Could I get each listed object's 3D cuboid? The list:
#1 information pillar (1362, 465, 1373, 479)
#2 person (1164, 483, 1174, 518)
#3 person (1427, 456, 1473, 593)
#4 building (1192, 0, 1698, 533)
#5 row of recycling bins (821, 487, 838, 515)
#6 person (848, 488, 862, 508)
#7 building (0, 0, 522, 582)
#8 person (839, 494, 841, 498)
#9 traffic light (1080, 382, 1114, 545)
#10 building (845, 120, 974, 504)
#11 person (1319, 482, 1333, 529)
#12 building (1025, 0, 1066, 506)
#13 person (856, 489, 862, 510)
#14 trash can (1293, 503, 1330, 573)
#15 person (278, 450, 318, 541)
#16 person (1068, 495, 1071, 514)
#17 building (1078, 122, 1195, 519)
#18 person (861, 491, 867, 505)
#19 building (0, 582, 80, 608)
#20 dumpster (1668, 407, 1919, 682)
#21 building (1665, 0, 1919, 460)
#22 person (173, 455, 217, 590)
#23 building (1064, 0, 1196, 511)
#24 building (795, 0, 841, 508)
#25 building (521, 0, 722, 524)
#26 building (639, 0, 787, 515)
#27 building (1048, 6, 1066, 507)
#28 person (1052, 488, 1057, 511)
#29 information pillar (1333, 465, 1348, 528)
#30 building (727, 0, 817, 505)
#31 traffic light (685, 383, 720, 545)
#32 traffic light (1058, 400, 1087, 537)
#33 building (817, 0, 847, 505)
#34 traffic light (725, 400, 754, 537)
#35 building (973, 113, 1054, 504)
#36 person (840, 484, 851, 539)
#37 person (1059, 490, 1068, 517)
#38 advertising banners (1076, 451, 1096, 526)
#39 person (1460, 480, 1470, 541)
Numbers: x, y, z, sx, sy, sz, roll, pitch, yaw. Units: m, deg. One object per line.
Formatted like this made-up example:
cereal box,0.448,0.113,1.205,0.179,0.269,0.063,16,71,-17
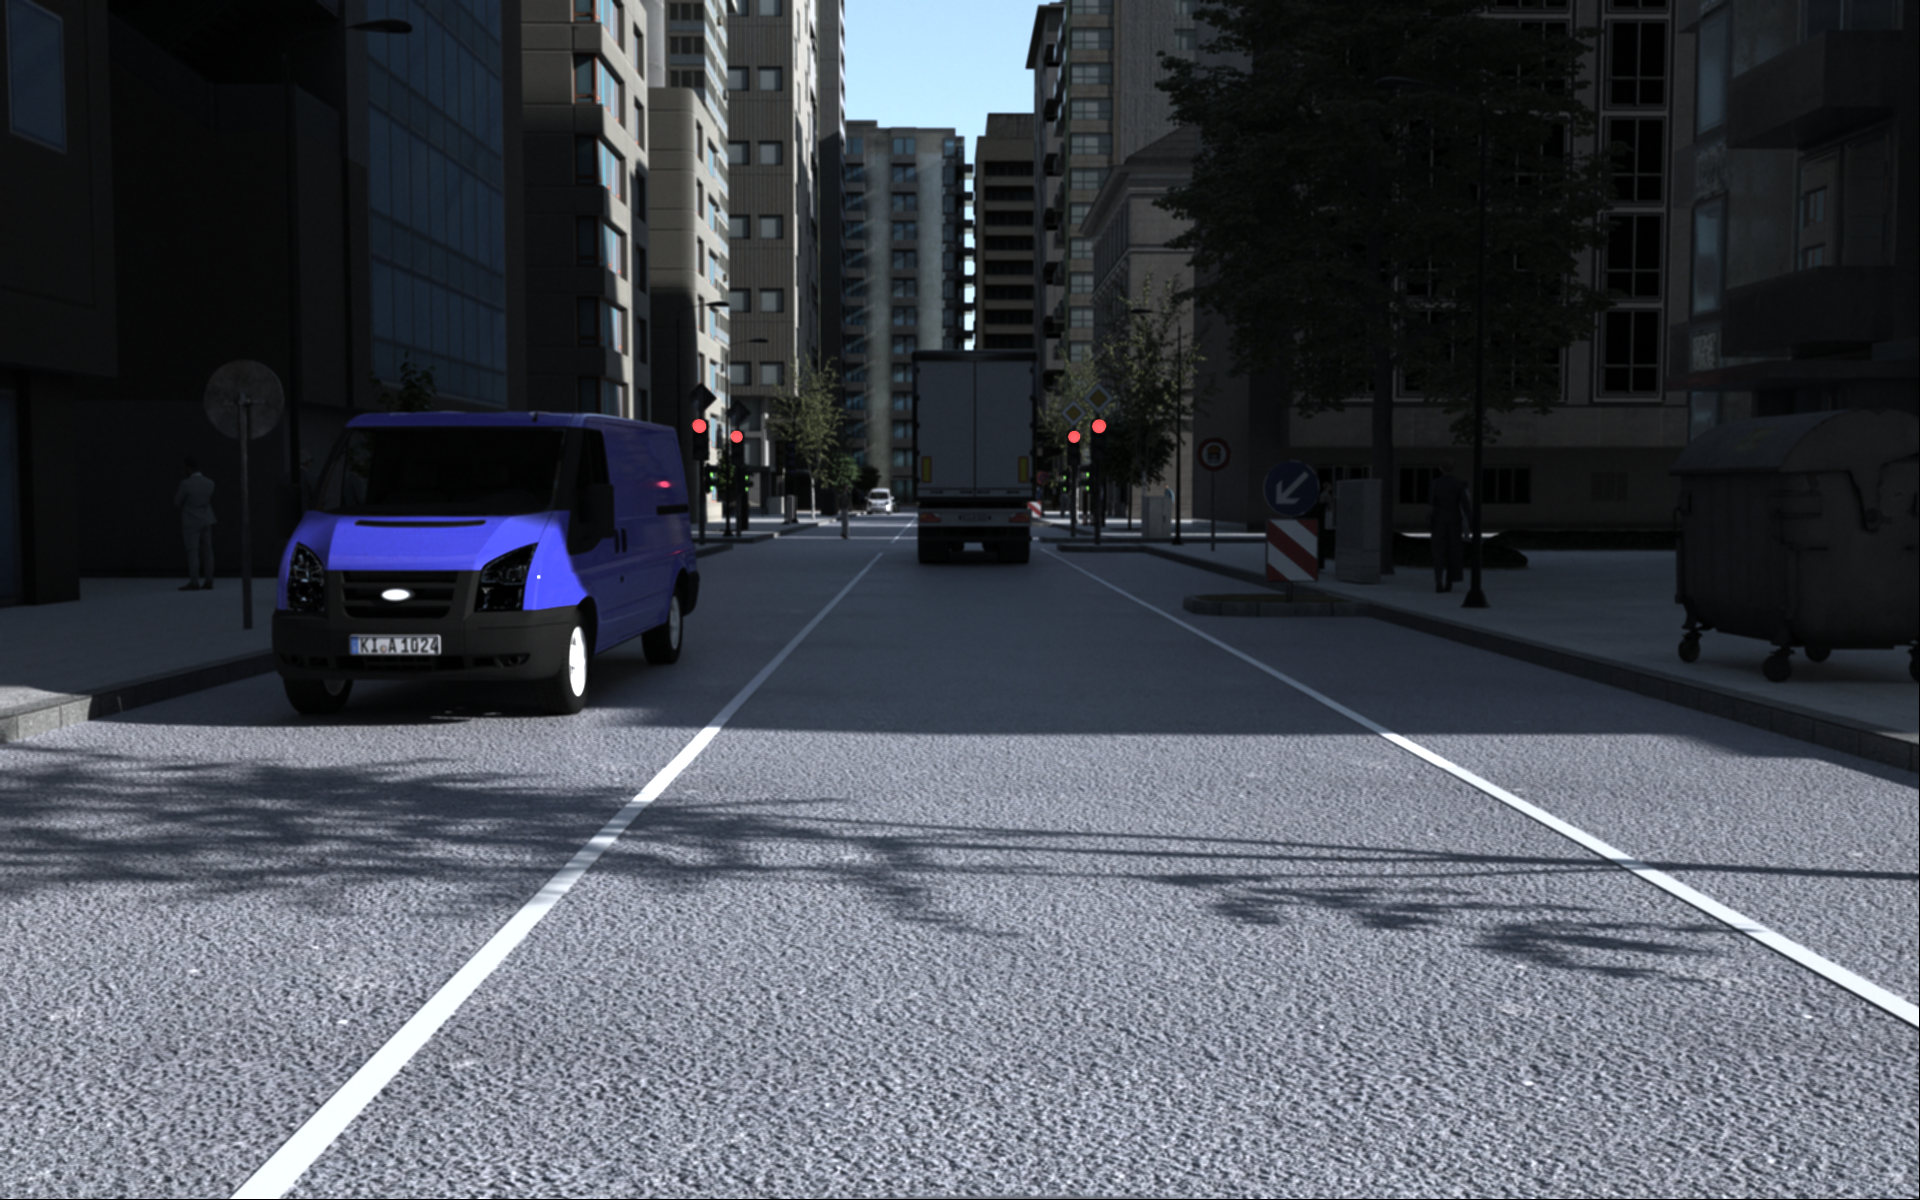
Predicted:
information pillar,10.443,-2.422,44.097,0.304,2.012,0.304,-2,4,-34
person,9.678,-4.529,80.441,0.444,1.785,0.601,-2,4,-23
person,6.369,-0.984,22.558,0.576,1.772,0.534,0,4,-1
building,21.247,-16.395,61.558,24.014,27.812,14.314,0,4,-1
row of recycling bins,-7.959,-6.015,105.463,1.069,1.692,3.534,0,4,-2
person,-9.469,-9.210,156.265,1.348,1.869,0.705,0,4,4
building,-17.091,-23.366,32.148,14.200,45.320,14.600,0,4,-1
person,-10.395,-8.481,147.903,0.628,1.438,0.799,3,5,44
traffic light,3.465,-3.354,43.752,0.839,4.253,0.868,0,4,-1
building,-13.565,-36.998,224.532,30.456,49.044,23.786,0,4,-1
person,10.214,-2.389,48.111,0.362,1.759,0.519,-1,4,-16
building,21.984,-36.462,185.388,28.713,52.752,27.495,0,4,-1
person,-8.159,-8.106,139.496,0.530,1.710,0.541,0,4,-2
trash can,5.675,-1.024,28.392,0.748,1.137,0.748,0,3,0
person,-7.756,-0.876,20.535,0.661,1.801,0.590,1,4,14
person,7.023,-6.048,109.608,0.332,1.250,0.352,2,4,32
building,12.682,-15.657,106.899,10.553,20.767,40.483,0,4,-1
person,-11.702,-12.166,207.392,1.348,1.826,0.705,1,4,12
building,-17.105,-22.182,12.786,14.600,45.320,14.200,0,4,-1
dumpster,6.071,-0.409,12.448,1.264,1.857,1.865,0,4,-1
building,24.041,-24.501,20.206,23.786,49.044,30.456,0,4,-1
person,-10.281,-1.040,23.221,0.466,1.800,0.511,1,4,14
building,15.013,-27.554,134.096,14.154,41.232,14.086,0,4,-1
building,-21.854,-44.404,164.260,20.563,71.187,20.611,0,4,-1
building,-25.127,-13.656,68.316,27.650,21.520,28.899,0,4,-1
building,-27.861,-25.629,110.911,32.217,40.220,23.993,0,4,-1
building,20.026,-32.816,156.149,23.786,49.044,30.456,0,4,-1
person,7.028,-7.578,130.669,0.721,1.736,1.217,1,4,11
information pillar,9.725,-2.435,44.301,0.304,2.012,0.304,2,4,28
building,-25.843,-33.732,140.764,28.713,52.752,27.495,0,4,-1
traffic light,-6.495,-3.345,43.615,0.839,4.253,0.868,0,4,-1
traffic light,3.367,-3.842,51.736,0.839,4.253,0.868,0,4,-1
building,-26.652,-39.510,187.982,28.212,58.520,21.231,0,4,-1
traffic light,-6.593,-3.834,51.599,0.839,4.253,0.868,0,4,-1
building,12.475,-36.700,223.741,21.600,48.544,21.300,0,4,-1
person,-3.672,-2.858,55.774,0.362,1.759,0.519,-1,4,-9
person,5.847,-5.482,98.265,0.503,1.515,0.523,-1,4,-15
advertising banners,5.088,-4.527,70.209,0.090,3.025,2.074,-1,4,-18
person,13.396,-2.298,46.254,0.466,1.800,0.511,0,3,0
